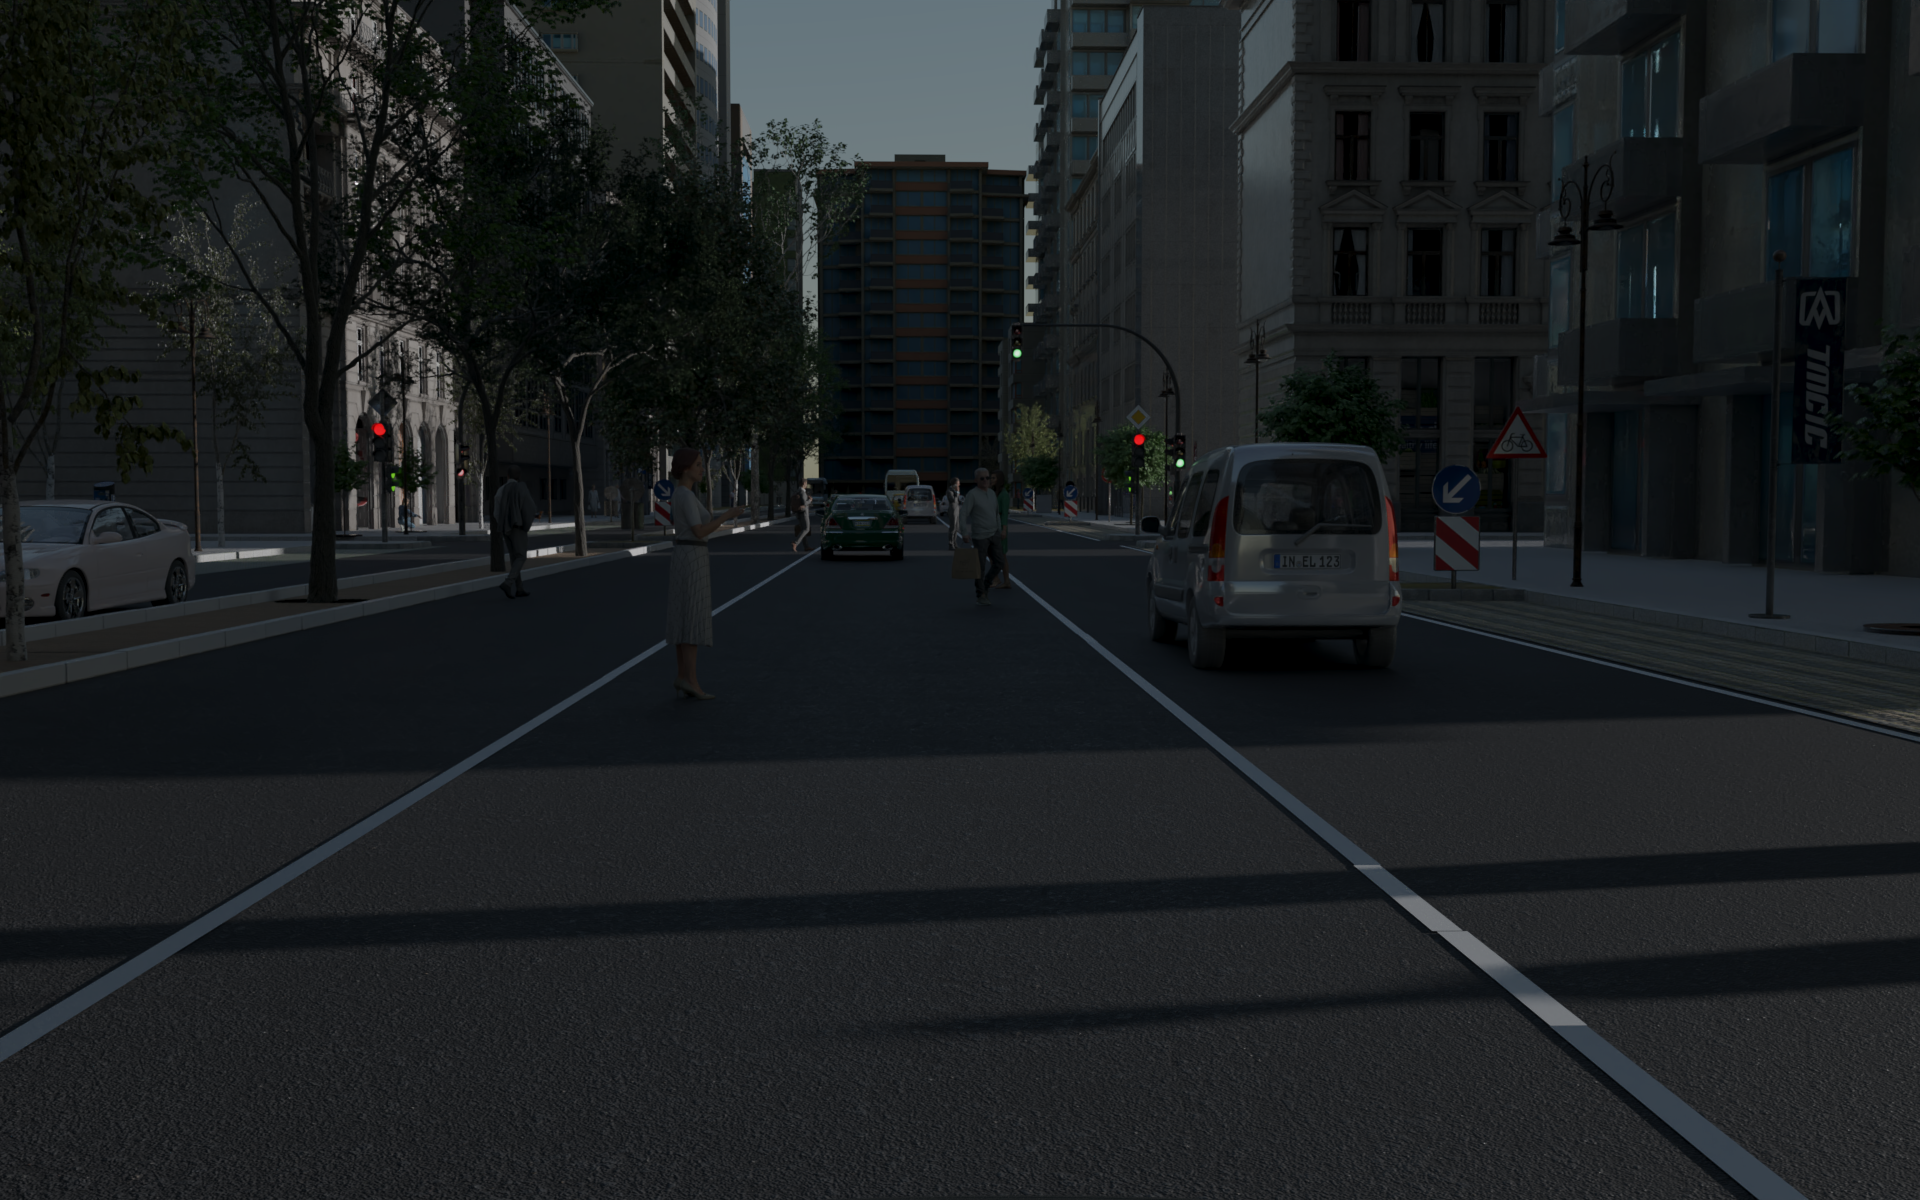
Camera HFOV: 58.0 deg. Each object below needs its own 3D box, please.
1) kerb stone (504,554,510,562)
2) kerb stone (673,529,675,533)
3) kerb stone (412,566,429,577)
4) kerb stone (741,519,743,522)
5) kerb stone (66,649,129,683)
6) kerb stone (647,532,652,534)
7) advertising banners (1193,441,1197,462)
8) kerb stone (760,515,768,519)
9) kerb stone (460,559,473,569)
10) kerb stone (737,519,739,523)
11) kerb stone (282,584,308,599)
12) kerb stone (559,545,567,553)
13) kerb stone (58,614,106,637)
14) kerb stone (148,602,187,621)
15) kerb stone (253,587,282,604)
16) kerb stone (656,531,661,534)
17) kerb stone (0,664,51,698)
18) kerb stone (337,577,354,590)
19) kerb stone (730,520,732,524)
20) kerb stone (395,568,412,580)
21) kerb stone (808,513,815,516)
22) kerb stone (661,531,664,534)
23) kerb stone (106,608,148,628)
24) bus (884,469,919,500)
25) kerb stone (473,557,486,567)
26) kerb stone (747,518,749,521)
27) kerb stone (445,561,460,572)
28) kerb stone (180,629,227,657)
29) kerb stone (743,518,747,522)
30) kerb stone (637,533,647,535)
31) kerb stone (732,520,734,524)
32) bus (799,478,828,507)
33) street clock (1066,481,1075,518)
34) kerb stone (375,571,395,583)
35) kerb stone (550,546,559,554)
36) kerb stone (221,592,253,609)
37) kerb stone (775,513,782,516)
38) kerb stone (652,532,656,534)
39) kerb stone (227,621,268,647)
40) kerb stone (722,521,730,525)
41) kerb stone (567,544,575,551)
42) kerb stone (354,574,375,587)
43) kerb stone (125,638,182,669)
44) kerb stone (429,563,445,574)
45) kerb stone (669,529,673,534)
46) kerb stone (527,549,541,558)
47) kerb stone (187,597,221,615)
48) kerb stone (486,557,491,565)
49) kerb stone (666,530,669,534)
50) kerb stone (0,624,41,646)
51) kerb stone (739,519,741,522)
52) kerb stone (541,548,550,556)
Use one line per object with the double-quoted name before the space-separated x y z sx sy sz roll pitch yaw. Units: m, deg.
"kerb stone" -9.623 -0.854 36.158 0.120 0.150 1.000 0 4 -2
"kerb stone" -10.404 -2.453 62.316 0.120 0.150 1.000 0 4 -2
"kerb stone" -9.442 -0.472 30.021 0.120 0.150 1.000 0 4 -2
"kerb stone" -11.137 -3.959 86.930 0.120 0.150 1.000 0 4 -2
"kerb stone" -6.848 0.527 13.638 0.120 0.150 1.000 0 4 -2
"kerb stone" -10.222 -2.072 56.169 0.120 0.150 1.000 0 4 -2
"advertising banners" 7.750 -3.664 56.088 0.090 3.025 2.074 0 4 -2
"kerb stone" -11.595 -4.903 102.352 0.120 0.150 1.000 0 4 -2
"kerb stone" -9.536 -0.665 33.091 0.120 0.150 1.000 0 4 -2
"kerb stone" -11.077 -3.830 84.873 0.120 0.150 1.000 0 4 -2
"kerb stone" -9.264 -0.103 23.880 0.120 0.150 1.000 0 4 -2
"kerb stone" -9.808 -1.229 42.297 0.120 0.150 1.000 0 4 -2
"kerb stone" -9.078 0.276 17.750 0.120 0.150 1.000 0 4 -2
"kerb stone" -9.138 0.152 19.794 0.120 0.150 1.000 0 4 -2
"kerb stone" -9.225 -0.038 22.859 0.120 0.150 1.000 0 4 -2
"kerb stone" -10.283 -2.203 58.213 0.120 0.150 1.000 0 4 -2
"kerb stone" -6.817 0.587 12.607 0.120 0.150 1.000 0 4 -2
"kerb stone" -9.324 -0.228 25.923 0.120 0.150 1.000 0 4 -2
"kerb stone" -10.980 -3.646 81.805 0.120 0.150 1.000 0 4 -2
"kerb stone" -9.418 -0.416 28.994 0.120 0.150 1.000 0 4 -2
"kerb stone" -9.890 -5.718 115.689 0.120 0.150 1.000 0 4 -2
"kerb stone" -10.311 -2.266 59.237 0.120 0.150 1.000 0 4 -2
"kerb stone" -9.108 0.209 18.772 0.120 0.150 1.000 0 4 -2
"bus" -4.666 -8.784 138.482 2.948 3.499 13.247 0 4 -2
"kerb stone" -9.565 -0.726 34.112 0.120 0.150 1.000 0 4 -2
"kerb stone" -11.225 -4.148 90.014 0.120 0.150 1.000 0 4 -2
"kerb stone" -9.502 -0.603 32.069 0.120 0.150 1.000 0 4 -2
"kerb stone" -6.915 0.398 15.682 0.120 0.150 1.000 0 4 -2
"kerb stone" -11.202 -4.085 88.985 0.120 0.150 1.000 0 4 -2
"kerb stone" -10.194 -2.015 55.144 0.120 0.150 1.000 0 4 -2
"kerb stone" -11.012 -3.708 82.829 0.120 0.150 1.000 0 4 -2
"bus" -16.167 -12.042 191.752 2.948 3.499 13.247 0 4 -2
"street clock" 5.997 -5.483 94.209 0.471 2.002 0.358 1 4 12
"kerb stone" -9.376 -0.353 27.973 0.120 0.150 1.000 0 4 -2
"kerb stone" -9.771 -1.167 41.274 0.120 0.150 1.000 0 4 -2
"kerb stone" -9.195 0.022 21.837 0.120 0.150 1.000 0 4 -2
"kerb stone" -11.934 -5.592 113.618 0.120 0.150 1.000 0 4 -2
"kerb stone" -10.250 -2.140 57.190 0.120 0.150 1.000 0 4 -2
"kerb stone" -6.943 0.336 16.704 0.120 0.150 1.000 0 4 -2
"kerb stone" -10.957 -3.583 80.783 0.120 0.150 1.000 0 4 -2
"kerb stone" -9.833 -1.288 43.319 0.120 0.150 1.000 0 4 -2
"kerb stone" -9.355 -0.291 26.949 0.120 0.150 1.000 0 4 -2
"kerb stone" -6.881 0.461 14.661 0.120 0.150 1.000 0 4 -2
"kerb stone" -9.473 -0.541 31.043 0.120 0.150 1.000 0 4 -2
"kerb stone" -10.372 -2.391 61.287 0.120 0.150 1.000 0 4 -2
"kerb stone" -9.724 -1.039 39.223 0.120 0.150 1.000 0 4 -2
"kerb stone" -9.168 0.084 20.815 0.120 0.150 1.000 0 4 -2
"kerb stone" -9.599 -0.790 35.134 0.120 0.150 1.000 0 4 -2
"kerb stone" -10.340 -2.328 60.259 0.120 0.150 1.000 0 4 -2
"kerb stone" -9.044 0.337 16.727 0.120 0.150 1.000 0 4 -2
"kerb stone" -11.103 -3.891 85.902 0.120 0.150 1.000 0 4 -2
"kerb stone" -9.752 -1.104 40.245 0.120 0.150 1.000 0 4 -2
